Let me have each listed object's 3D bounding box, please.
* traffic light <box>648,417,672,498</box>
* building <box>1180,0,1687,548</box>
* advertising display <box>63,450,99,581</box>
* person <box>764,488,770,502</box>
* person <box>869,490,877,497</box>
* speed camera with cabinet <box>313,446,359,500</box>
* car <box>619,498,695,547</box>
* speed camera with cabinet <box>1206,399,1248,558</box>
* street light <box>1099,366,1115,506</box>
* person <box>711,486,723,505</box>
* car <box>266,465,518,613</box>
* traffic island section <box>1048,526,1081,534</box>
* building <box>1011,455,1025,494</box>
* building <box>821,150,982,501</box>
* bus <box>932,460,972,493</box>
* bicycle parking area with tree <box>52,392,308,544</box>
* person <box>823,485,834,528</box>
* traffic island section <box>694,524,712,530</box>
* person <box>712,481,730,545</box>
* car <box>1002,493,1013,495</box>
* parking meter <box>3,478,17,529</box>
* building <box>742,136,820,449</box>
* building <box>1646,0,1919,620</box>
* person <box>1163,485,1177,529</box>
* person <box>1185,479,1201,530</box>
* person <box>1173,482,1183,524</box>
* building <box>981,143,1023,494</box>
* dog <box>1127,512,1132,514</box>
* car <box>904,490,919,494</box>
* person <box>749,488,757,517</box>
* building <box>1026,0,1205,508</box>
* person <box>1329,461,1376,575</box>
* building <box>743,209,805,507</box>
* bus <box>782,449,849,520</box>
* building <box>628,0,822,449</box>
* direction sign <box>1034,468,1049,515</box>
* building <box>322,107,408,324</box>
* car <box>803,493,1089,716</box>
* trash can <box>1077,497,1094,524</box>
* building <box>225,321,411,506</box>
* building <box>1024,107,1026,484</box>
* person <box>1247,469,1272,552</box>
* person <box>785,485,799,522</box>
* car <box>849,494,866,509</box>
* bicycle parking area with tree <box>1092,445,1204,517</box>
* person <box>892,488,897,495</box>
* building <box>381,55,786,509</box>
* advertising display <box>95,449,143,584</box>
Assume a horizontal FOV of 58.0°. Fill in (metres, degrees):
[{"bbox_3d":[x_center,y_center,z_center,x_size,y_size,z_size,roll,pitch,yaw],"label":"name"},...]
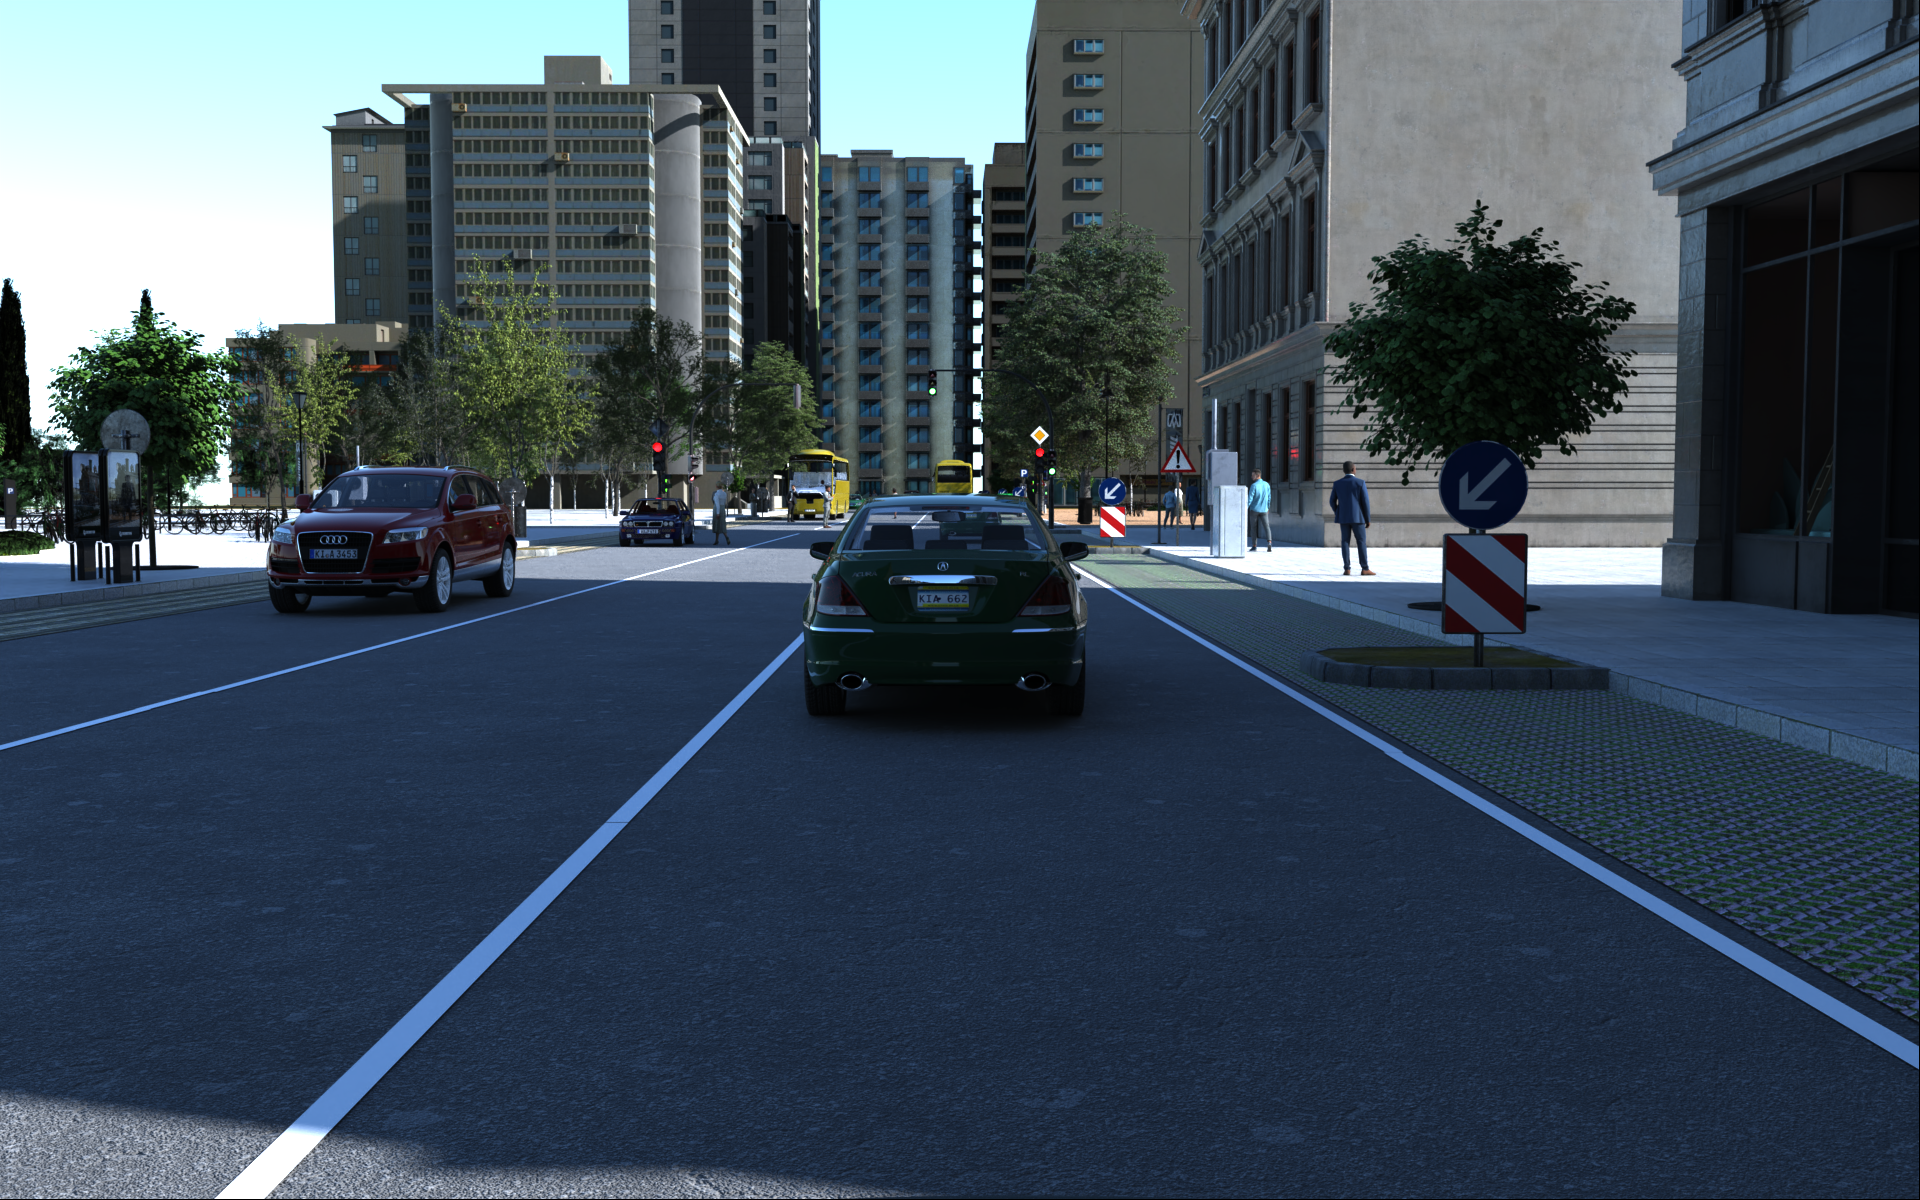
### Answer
[{"bbox_3d":[-10.948,-4.540,63.153,0.839,4.253,0.868,0,4,0],"label":"traffic light"},{"bbox_3d":[13.588,-13.111,50.525,11.583,22.565,21.152,0,4,0],"label":"building"},{"bbox_3d":[-13.060,-1.262,25.855,0.123,1.923,0.974,0,4,-1],"label":"advertising display"},{"bbox_3d":[-15.247,-7.989,136.840,0.709,1.800,0.728,0,4,-1],"label":"person"},{"bbox_3d":[-6.868,-7.796,136.319,0.716,1.782,0.532,3,5,40],"label":"person"},{"bbox_3d":[-25.284,-4.666,70.625,2.038,3.252,0.660,0,4,-1],"label":"speed camera with cabinet"},{"bbox_3d":[-8.471,-2.199,48.530,1.945,1.354,3.894,0,4,-2],"label":"car"},{"bbox_3d":[5.453,-2.509,35.358,0.660,3.252,2.038,0,4,1],"label":"speed camera with cabinet"},{"bbox_3d":[5.316,-5.502,62.750,0.468,5.910,1.993,0,4,0],"label":"street light"},{"bbox_3d":[-10.556,-4.102,75.742,0.473,1.802,0.592,-3,4,-37],"label":"person"},{"bbox_3d":[-7.276,-0.854,22.628,2.281,1.827,5.304,0,4,-1],"label":"car"},{"bbox_3d":[3.353,-2.514,63.392,2.009,0.180,2.903,0,4,0],"label":"traffic island section"},{"bbox_3d":[17.836,-54.479,203.398,22.319,86.520,31.000,0,4,0],"label":"building"},{"bbox_3d":[-12.302,-38.155,243.435,30.456,49.044,23.786,0,4,0],"label":"building"},{"bbox_3d":[-0.553,-8.102,124.018,2.896,3.916,12.252,0,4,-1],"label":"bus"},{"bbox_3d":[-20.961,-3.712,47.695,8.231,4.147,9.016,0,4,-7],"label":"bicycle parking area with tree"},{"bbox_3d":[-5.566,-3.953,73.317,0.466,1.800,0.511,0,4,5],"label":"person"},{"bbox_3d":[-11.049,-2.996,71.272,2.009,0.180,2.903,0,4,0],"label":"traffic island section"},{"bbox_3d":[-6.691,-2.437,48.569,0.641,1.798,0.478,3,5,45],"label":"person"},{"bbox_3d":[2.830,-5.840,104.281,1.959,1.807,4.718,0,4,1],"label":"car"},{"bbox_3d":[-34.875,-3.542,63.624,0.399,1.863,0.255,-3,4,-37],"label":"parking meter"},{"bbox_3d":[-23.133,-31.108,192.216,14.154,41.232,14.086,0,4,0],"label":"building"},{"bbox_3d":[13.254,-10.331,19.817,10.553,20.767,40.483,0,4,0],"label":"building"},{"bbox_3d":[7.665,-3.378,63.089,0.589,1.601,0.330,2,4,34],"label":"person"},{"bbox_3d":[8.334,-3.428,62.109,0.581,1.822,0.654,2,4,23],"label":"person"},{"bbox_3d":[9.296,-4.153,74.163,0.478,1.798,0.641,-3,4,-37],"label":"person"},{"bbox_3d":[13.740,-37.796,241.669,21.600,48.544,21.300,0,4,0],"label":"building"},{"bbox_3d":[10.799,-5.639,109.941,0.748,0.427,0.550,-2,4,-23],"label":"dog"},{"bbox_3d":[-4.879,-10.218,175.733,2.281,1.827,5.304,0,4,0],"label":"car"},{"bbox_3d":[-11.759,-5.488,98.778,0.362,1.759,0.519,2,4,35],"label":"person"},{"bbox_3d":[17.329,-33.026,163.684,21.300,48.544,21.600,0,4,0],"label":"building"},{"bbox_3d":[6.194,-1.290,27.317,0.721,1.800,0.419,1,4,19],"label":"person"},{"bbox_3d":[-23.463,-24.826,177.605,14.160,30.474,14.107,0,4,0],"label":"building"},{"bbox_3d":[-7.987,-6.545,98.557,2.896,3.916,12.252,0,4,0],"label":"bus"},{"bbox_3d":[-27.627,-47.127,208.785,20.611,71.187,20.563,0,4,0],"label":"building"},{"bbox_3d":[4.896,-6.865,104.239,0.876,3.537,0.379,1,4,8],"label":"direction sign"},{"bbox_3d":[-70.677,-40.092,244.743,27.495,52.752,28.713,0,4,0],"label":"building"},{"bbox_3d":[-0.086,-0.052,12.641,2.131,1.459,4.920,0,4,0],"label":"car"},{"bbox_3d":[5.336,-3.800,73.781,0.748,1.137,0.748,0,3,0],"label":"trash can"},{"bbox_3d":[-66.769,-22.053,205.604,28.899,21.520,27.650,0,4,0],"label":"building"},{"bbox_3d":[13.744,-30.465,181.690,14.154,41.232,14.086,0,4,0],"label":"building"},{"bbox_3d":[6.671,-2.001,38.630,0.638,1.841,0.748,-1,4,-12],"label":"person"},{"bbox_3d":[-8.573,-4.937,88.586,0.648,1.900,0.474,-2,4,-34],"label":"person"},{"bbox_3d":[-8.726,-7.920,141.285,2.131,1.459,4.920,0,4,0],"label":"car"},{"bbox_3d":[11.552,-7.002,101.477,8.231,4.147,9.016,1,4,12],"label":"bicycle parking area with tree"},{"bbox_3d":[-3.830,-5.590,100.249,0.532,1.782,0.716,1,4,23],"label":"person"},{"bbox_3d":[-32.716,-28.500,157.860,32.217,40.220,23.993,0,4,0],"label":"building"},{"bbox_3d":[-12.089,-1.208,24.968,0.123,1.923,0.974,0,4,1],"label":"advertising display"}]
